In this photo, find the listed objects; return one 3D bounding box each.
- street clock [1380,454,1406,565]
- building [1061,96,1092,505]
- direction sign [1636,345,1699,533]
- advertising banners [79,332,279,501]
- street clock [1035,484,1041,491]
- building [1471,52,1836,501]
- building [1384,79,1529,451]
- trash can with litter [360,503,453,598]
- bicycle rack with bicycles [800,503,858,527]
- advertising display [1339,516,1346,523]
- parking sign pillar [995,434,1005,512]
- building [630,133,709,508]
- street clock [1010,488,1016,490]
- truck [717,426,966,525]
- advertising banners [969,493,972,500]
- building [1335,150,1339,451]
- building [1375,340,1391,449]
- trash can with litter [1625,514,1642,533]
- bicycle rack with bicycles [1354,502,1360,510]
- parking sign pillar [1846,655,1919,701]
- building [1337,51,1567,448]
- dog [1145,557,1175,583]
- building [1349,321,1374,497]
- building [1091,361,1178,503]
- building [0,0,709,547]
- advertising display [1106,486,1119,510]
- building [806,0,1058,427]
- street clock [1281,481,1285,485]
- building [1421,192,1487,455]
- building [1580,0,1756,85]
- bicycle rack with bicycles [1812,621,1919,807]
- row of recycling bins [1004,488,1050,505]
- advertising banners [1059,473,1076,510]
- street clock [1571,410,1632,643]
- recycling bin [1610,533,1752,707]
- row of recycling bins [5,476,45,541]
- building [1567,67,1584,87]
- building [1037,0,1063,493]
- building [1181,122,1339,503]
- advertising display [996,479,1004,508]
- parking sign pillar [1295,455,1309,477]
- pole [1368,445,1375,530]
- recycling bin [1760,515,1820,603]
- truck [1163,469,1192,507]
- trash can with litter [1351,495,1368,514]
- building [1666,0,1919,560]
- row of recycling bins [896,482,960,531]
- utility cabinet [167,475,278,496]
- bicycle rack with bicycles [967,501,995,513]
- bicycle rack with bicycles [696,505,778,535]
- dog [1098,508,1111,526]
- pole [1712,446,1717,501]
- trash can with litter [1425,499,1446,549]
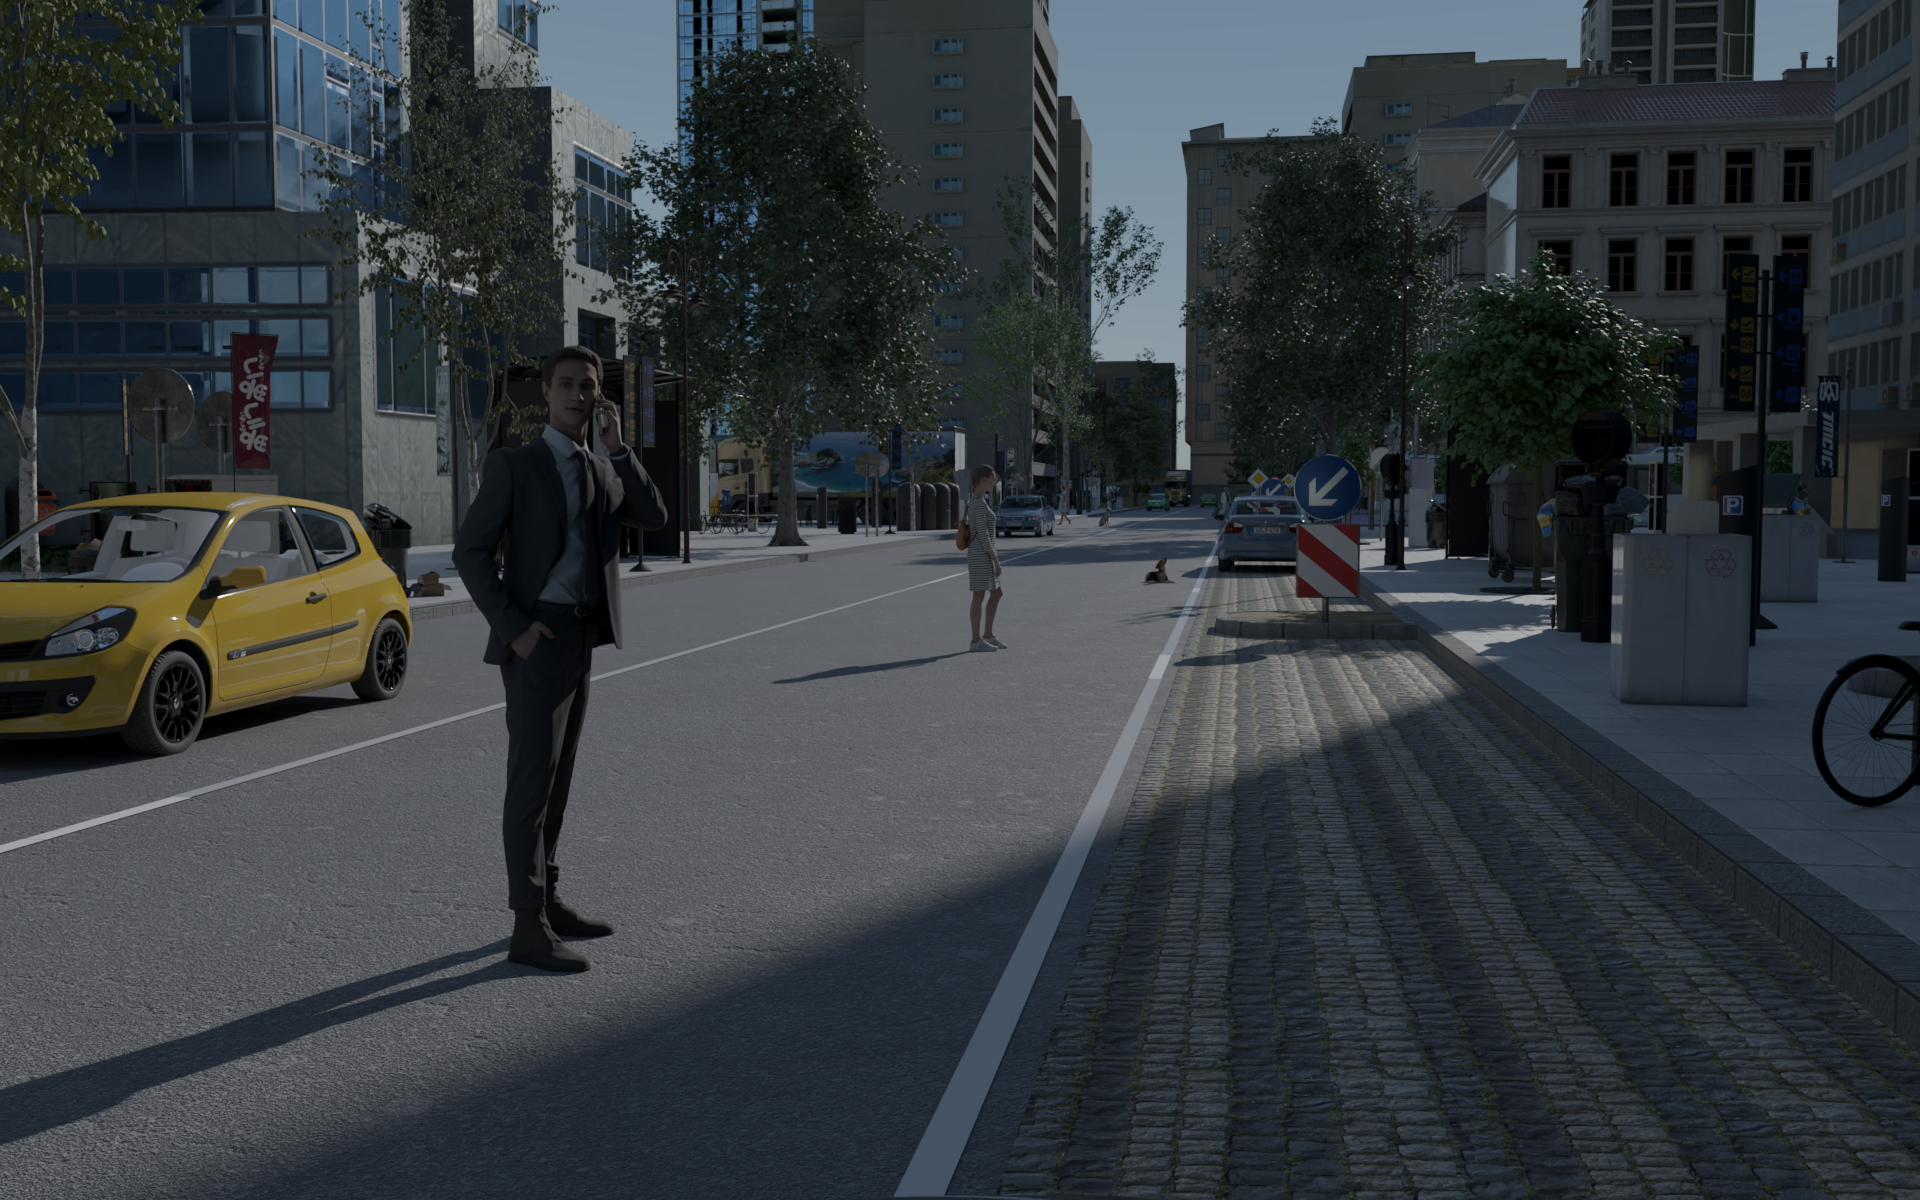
[{"bbox_3d":[7.781,-1.628,31.184,0.471,2.002,0.358,-3,4,-38],"label":"street clock"},{"bbox_3d":[4.500,-35.828,209.481,21.600,48.544,21.300,1,4,9],"label":"building"},{"bbox_3d":[10.801,-2.111,26.510,0.876,3.537,0.379,1,4,12],"label":"direction sign"},{"bbox_3d":[-8.228,-1.358,18.387,2.074,3.025,0.090,-3,5,-43],"label":"advertising banners"},{"bbox_3d":[5.709,-7.488,127.002,0.471,2.002,0.358,0,4,-5],"label":"street clock"},{"bbox_3d":[36.505,-15.190,84.516,21.152,22.565,11.583,1,4,9],"label":"building"},{"bbox_3d":[37.225,-20.471,120.604,13.634,28.700,20.117,1,4,9],"label":"building"},{"bbox_3d":[-6.946,-0.626,21.625,1.055,1.170,0.624,-3,5,-43],"label":"trash can with litter"},{"bbox_3d":[-5.332,-3.403,69.015,2.852,0.926,2.925,0,4,-4],"label":"bicycle rack with bicycles"},{"bbox_3d":[14.235,-3.680,65.374,0.123,1.923,0.974,-3,4,-36],"label":"advertising display"},{"bbox_3d":[1.791,-5.488,78.201,1.447,3.967,1.447,0,4,2],"label":"parking sign pillar"},{"bbox_3d":[-21.459,-55.051,212.747,31.000,86.520,22.319,1,4,9],"label":"building"},{"bbox_3d":[3.811,-7.341,124.602,0.358,2.002,0.471,3,4,36],"label":"street clock"},{"bbox_3d":[-5.490,-5.188,73.744,11.283,4.237,2.839,1,4,11],"label":"truck"},{"bbox_3d":[0.136,-9.326,148.675,2.074,3.025,0.090,0,4,-2],"label":"advertising banners"},{"bbox_3d":[52.014,-34.012,206.209,14.600,45.320,14.200,1,4,9],"label":"building"},{"bbox_3d":[40.184,-18.901,138.701,12.332,23.373,15.834,1,4,9],"label":"building"},{"bbox_3d":[12.169,-1.284,32.374,1.055,1.170,0.624,-2,4,-32],"label":"trash can with litter"},{"bbox_3d":[31.514,-7.739,139.910,2.852,0.926,2.925,-3,5,-41],"label":"bicycle rack with bicycles"},{"bbox_3d":[6.506,-1.379,11.016,1.447,3.967,1.447,2,4,25],"label":"parking sign pillar"},{"bbox_3d":[52.559,-34.487,187.558,21.300,48.544,21.600,1,4,9],"label":"building"},{"bbox_3d":[3.268,-0.487,28.160,0.550,0.427,0.748,1,4,15],"label":"dog"},{"bbox_3d":[51.419,-19.450,163.039,27.650,21.520,28.899,1,4,9],"label":"building"},{"bbox_3d":[17.325,-25.235,257.635,28.899,21.520,27.650,1,4,9],"label":"building"},{"bbox_3d":[-25.863,-45.065,49.487,31.000,86.520,22.319,1,4,9],"label":"building"},{"bbox_3d":[12.052,-8.124,138.038,0.974,1.923,0.123,3,5,41],"label":"advertising display"},{"bbox_3d":[-2.486,-33.041,163.923,21.300,48.544,21.600,1,4,9],"label":"building"},{"bbox_3d":[17.599,-5.510,94.660,0.358,2.002,0.471,1,4,21],"label":"street clock"},{"bbox_3d":[32.677,-14.460,101.052,10.561,19.102,19.286,1,4,9],"label":"building"},{"bbox_3d":[97.476,-48.963,238.799,20.611,71.187,20.563,1,4,9],"label":"building"},{"bbox_3d":[4.896,0.401,6.829,2.925,0.926,2.852,0,4,4],"label":"bicycle rack with bicycles"},{"bbox_3d":[4.317,-6.619,115.331,3.534,1.692,1.069,-1,4,-20],"label":"row of recycling bins"},{"bbox_3d":[9.059,-9.005,143.412,2.074,3.025,0.090,-2,4,-28],"label":"advertising banners"},{"bbox_3d":[5.524,-0.636,14.967,0.358,2.002,0.471,-2,4,-28],"label":"street clock"},{"bbox_3d":[4.483,0.107,10.809,0.722,1.027,0.722,1,4,15],"label":"recycling bin"},{"bbox_3d":[-22.344,-1.926,38.595,3.534,1.692,1.069,-2,4,-24],"label":"row of recycling bins"},{"bbox_3d":[73.318,-42.959,244.374,28.212,58.520,21.231,1,4,9],"label":"building"},{"bbox_3d":[0.984,-45.612,184.011,20.563,71.187,20.611,1,4,9],"label":"building"},{"bbox_3d":[46.398,-40.570,252.559,27.495,52.752,28.713,1,4,9],"label":"building"},{"bbox_3d":[1.760,-4.350,76.341,0.123,1.923,0.974,-1,4,-13],"label":"advertising display"},{"bbox_3d":[23.520,-7.919,117.943,1.447,3.967,1.447,-1,4,-12],"label":"parking sign pillar"},{"bbox_3d":[14.725,-4.165,61.934,0.158,3.312,0.155,0,3,0],"label":"pole"},{"bbox_3d":[9.806,-0.505,20.806,0.722,1.027,0.722,0,4,1],"label":"recycling bin"},{"bbox_3d":[25.051,-12.833,198.735,2.839,4.237,11.283,1,4,11],"label":"truck"},{"bbox_3d":[25.213,-6.050,109.974,2.233,1.210,1.678,1,4,23],"label":"trash can with litter"},{"bbox_3d":[34.177,-21.131,37.372,32.217,40.220,23.993,1,4,9],"label":"building"},{"bbox_3d":[-1.064,-3.337,61.673,1.069,1.692,3.534,2,4,31],"label":"row of recycling bins"},{"bbox_3d":[-8.557,-0.701,20.145,0.318,1.500,1.173,3,5,41],"label":"utility cabinet"},{"bbox_3d":[1.413,-4.738,90.847,2.925,0.926,2.852,1,4,23],"label":"bicycle rack with bicycles"},{"bbox_3d":[-7.292,-2.590,55.736,2.852,0.926,2.925,3,5,43],"label":"bicycle rack with bicycles"},{"bbox_3d":[6.317,-3.684,77.068,0.800,0.831,0.513,0,4,8],"label":"dog"},{"bbox_3d":[32.115,-4.893,73.839,0.158,3.312,0.155,0,3,0],"label":"pole"},{"bbox_3d":[11.371,-1.773,40.373,1.055,1.170,0.624,1,4,18],"label":"trash can with litter"}]
